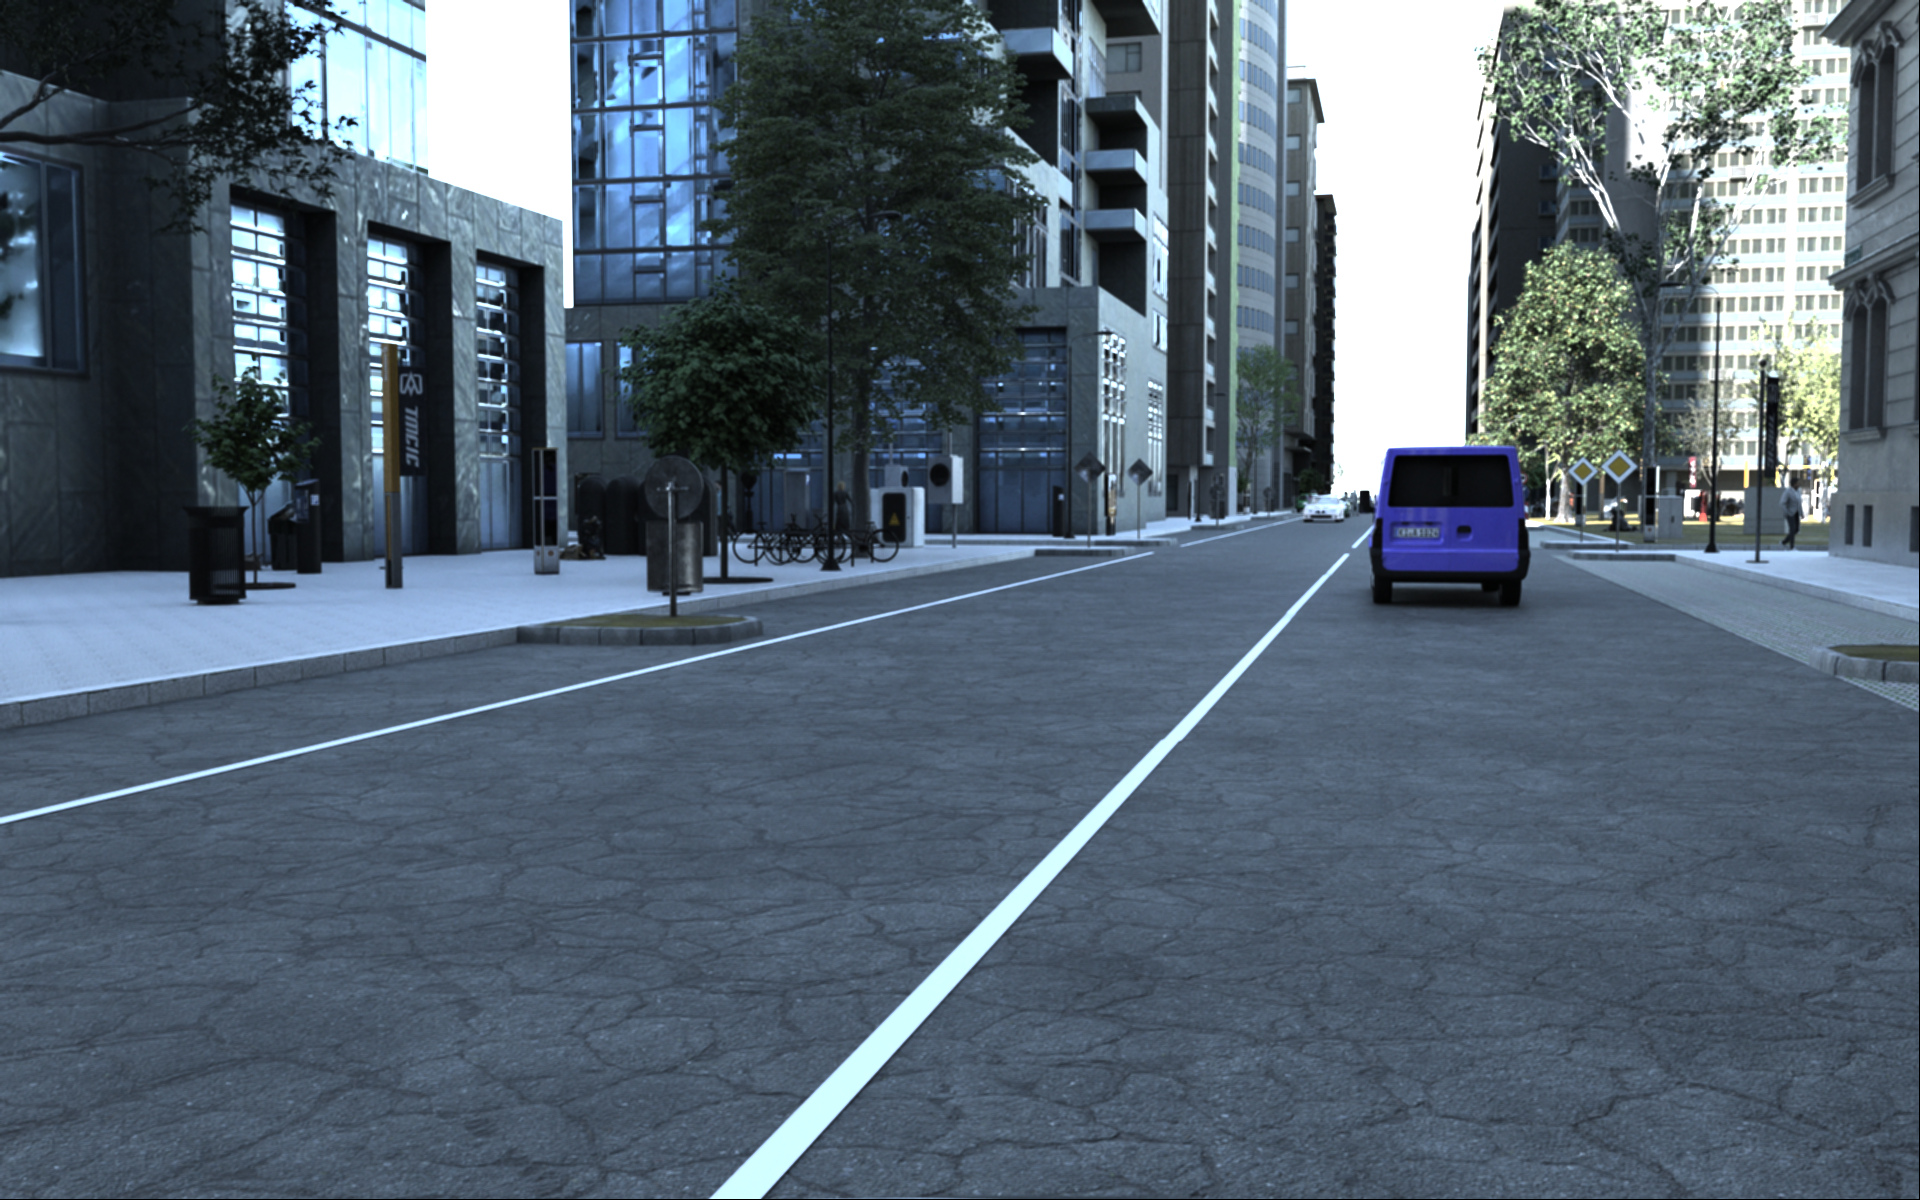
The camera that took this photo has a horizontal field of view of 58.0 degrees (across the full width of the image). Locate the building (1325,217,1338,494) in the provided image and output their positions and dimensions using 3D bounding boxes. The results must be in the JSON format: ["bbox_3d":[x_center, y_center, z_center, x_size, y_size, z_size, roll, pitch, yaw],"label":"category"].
[{"bbox_3d":[50.776,-37.775,267.739,14.600,45.320,14.200,1,4,14],"label":"building"}]

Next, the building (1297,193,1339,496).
[{"bbox_3d":[42.332,-36.275,247.727,22.147,44.769,28.867,1,4,14],"label":"building"}]

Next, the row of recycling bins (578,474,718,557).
[{"bbox_3d":[-6.602,-1.792,36.404,3.534,1.692,1.069,2,4,29],"label":"row of recycling bins"}]

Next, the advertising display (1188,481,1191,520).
[{"bbox_3d":[11.496,-4.990,86.793,0.123,1.923,0.974,0,4,5],"label":"advertising display"}]

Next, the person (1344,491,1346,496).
[{"bbox_3d":[41.967,-11.022,188.792,0.705,1.814,1.350,0,4,2],"label":"person"}]

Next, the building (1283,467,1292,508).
[{"bbox_3d":[20.502,-44.198,160.896,20.563,71.187,20.611,1,4,14],"label":"building"}]

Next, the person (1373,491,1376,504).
[{"bbox_3d":[59.350,-14.644,248.026,0.705,1.812,1.348,1,4,18],"label":"person"}]

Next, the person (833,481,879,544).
[{"bbox_3d":[-2.984,-2.462,48.970,1.509,1.804,0.699,1,4,20],"label":"person"}]

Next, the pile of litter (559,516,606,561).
[{"bbox_3d":[-7.506,-1.230,34.079,1.176,0.858,1.719,0,4,2],"label":"pile of litter"}]

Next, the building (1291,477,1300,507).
[{"bbox_3d":[19.852,-30.159,184.985,32.217,40.220,23.993,1,4,14],"label":"building"}]

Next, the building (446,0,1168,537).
[{"bbox_3d":[-2.688,-46.262,69.063,22.319,86.520,31.000,1,4,14],"label":"building"}]

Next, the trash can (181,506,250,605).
[{"bbox_3d":[-8.660,-0.522,20.184,0.748,1.137,0.748,0,3,0],"label":"trash can"}]

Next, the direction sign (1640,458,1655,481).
[{"bbox_3d":[41.907,-6.949,105.620,0.876,3.537,0.379,2,4,31],"label":"direction sign"}]

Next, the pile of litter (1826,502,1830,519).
[{"bbox_3d":[45.591,-4.683,90.527,1.719,0.858,1.176,-1,4,-22],"label":"pile of litter"}]

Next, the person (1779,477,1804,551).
[{"bbox_3d":[20.392,-2.092,42.557,0.661,1.843,0.795,-1,4,-21],"label":"person"}]

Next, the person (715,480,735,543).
[{"bbox_3d":[-6.647,-2.468,48.864,0.620,1.820,0.660,-2,4,-33],"label":"person"}]

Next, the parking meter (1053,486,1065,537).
[{"bbox_3d":[2.963,-2.655,51.820,0.372,1.533,0.369,0,3,0],"label":"parking meter"}]

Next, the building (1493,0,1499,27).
[{"bbox_3d":[72.417,-47.070,207.850,20.563,71.187,20.611,1,4,14],"label":"building"}]

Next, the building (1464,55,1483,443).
[{"bbox_3d":[78.782,-42.187,231.762,21.231,58.520,28.212,1,4,14],"label":"building"}]

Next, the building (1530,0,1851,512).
[{"bbox_3d":[58.549,-26.867,131.158,32.217,40.220,23.993,1,4,14],"label":"building"}]

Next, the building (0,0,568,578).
[{"bbox_3d":[-27.081,-43.966,31.513,31.000,86.520,22.319,1,4,14],"label":"building"}]

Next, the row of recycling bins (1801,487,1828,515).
[{"bbox_3d":[52.406,-5.943,104.288,3.534,1.692,1.069,2,4,28],"label":"row of recycling bins"}]

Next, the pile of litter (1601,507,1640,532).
[{"bbox_3d":[22.882,-2.803,59.787,1.176,0.858,1.719,0,4,-2],"label":"pile of litter"}]

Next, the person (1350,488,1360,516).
[{"bbox_3d":[26.162,-6.494,114.775,0.635,1.810,0.391,3,4,36],"label":"person"}]

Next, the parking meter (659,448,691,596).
[{"bbox_3d":[-3.623,-0.993,21.939,0.399,1.863,0.255,0,4,-5],"label":"parking meter"}]

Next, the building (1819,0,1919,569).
[{"bbox_3d":[21.343,-14.404,22.896,14.401,28.519,23.554,1,4,14],"label":"building"}]

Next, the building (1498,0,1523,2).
[{"bbox_3d":[58.907,-32.520,155.411,21.300,48.544,21.600,1,4,14],"label":"building"}]

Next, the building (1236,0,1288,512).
[{"bbox_3d":[14.386,-36.434,137.694,21.231,58.520,28.212,1,4,14],"label":"building"}]

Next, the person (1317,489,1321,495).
[{"bbox_3d":[28.454,-7.847,136.939,0.705,1.807,1.348,2,4,33],"label":"person"}]

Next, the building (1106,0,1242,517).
[{"bbox_3d":[8.319,-25.413,99.102,14.154,41.232,14.086,1,4,14],"label":"building"}]

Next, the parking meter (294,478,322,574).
[{"bbox_3d":[-10.520,-1.195,27.954,0.372,1.533,0.369,0,3,0],"label":"parking meter"}]

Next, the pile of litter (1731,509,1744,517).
[{"bbox_3d":[43.741,-5.019,96.031,1.176,0.858,1.719,-3,5,-43],"label":"pile of litter"}]

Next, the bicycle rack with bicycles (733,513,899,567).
[{"bbox_3d":[-2.776,-1.124,31.758,2.925,0.926,2.852,1,4,10],"label":"bicycle rack with bicycles"}]

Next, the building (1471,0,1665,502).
[{"bbox_3d":[64.027,-33.853,177.206,21.300,48.544,21.600,1,4,14],"label":"building"}]

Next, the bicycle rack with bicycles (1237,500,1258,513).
[{"bbox_3d":[18.559,-6.227,115.190,2.852,0.926,2.925,-1,4,-22],"label":"bicycle rack with bicycles"}]

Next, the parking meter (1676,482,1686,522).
[{"bbox_3d":[33.550,-4.585,80.673,0.399,1.863,0.255,-1,4,-13],"label":"parking meter"}]

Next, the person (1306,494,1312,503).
[{"bbox_3d":[25.652,-7.070,127.315,0.599,1.433,0.991,2,4,35],"label":"person"}]

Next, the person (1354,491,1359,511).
[{"bbox_3d":[34.392,-8.690,150.586,0.705,1.823,1.348,0,4,-6],"label":"person"}]

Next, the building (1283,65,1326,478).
[{"bbox_3d":[31.115,-38.609,220.494,28.713,52.752,27.495,1,4,14],"label":"building"}]

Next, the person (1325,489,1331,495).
[{"bbox_3d":[26.728,-7.177,125.857,1.348,1.822,0.705,-1,4,-15],"label":"person"}]

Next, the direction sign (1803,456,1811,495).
[{"bbox_3d":[49.856,-6.729,102.017,0.876,3.537,0.379,-3,5,-39],"label":"direction sign"}]
